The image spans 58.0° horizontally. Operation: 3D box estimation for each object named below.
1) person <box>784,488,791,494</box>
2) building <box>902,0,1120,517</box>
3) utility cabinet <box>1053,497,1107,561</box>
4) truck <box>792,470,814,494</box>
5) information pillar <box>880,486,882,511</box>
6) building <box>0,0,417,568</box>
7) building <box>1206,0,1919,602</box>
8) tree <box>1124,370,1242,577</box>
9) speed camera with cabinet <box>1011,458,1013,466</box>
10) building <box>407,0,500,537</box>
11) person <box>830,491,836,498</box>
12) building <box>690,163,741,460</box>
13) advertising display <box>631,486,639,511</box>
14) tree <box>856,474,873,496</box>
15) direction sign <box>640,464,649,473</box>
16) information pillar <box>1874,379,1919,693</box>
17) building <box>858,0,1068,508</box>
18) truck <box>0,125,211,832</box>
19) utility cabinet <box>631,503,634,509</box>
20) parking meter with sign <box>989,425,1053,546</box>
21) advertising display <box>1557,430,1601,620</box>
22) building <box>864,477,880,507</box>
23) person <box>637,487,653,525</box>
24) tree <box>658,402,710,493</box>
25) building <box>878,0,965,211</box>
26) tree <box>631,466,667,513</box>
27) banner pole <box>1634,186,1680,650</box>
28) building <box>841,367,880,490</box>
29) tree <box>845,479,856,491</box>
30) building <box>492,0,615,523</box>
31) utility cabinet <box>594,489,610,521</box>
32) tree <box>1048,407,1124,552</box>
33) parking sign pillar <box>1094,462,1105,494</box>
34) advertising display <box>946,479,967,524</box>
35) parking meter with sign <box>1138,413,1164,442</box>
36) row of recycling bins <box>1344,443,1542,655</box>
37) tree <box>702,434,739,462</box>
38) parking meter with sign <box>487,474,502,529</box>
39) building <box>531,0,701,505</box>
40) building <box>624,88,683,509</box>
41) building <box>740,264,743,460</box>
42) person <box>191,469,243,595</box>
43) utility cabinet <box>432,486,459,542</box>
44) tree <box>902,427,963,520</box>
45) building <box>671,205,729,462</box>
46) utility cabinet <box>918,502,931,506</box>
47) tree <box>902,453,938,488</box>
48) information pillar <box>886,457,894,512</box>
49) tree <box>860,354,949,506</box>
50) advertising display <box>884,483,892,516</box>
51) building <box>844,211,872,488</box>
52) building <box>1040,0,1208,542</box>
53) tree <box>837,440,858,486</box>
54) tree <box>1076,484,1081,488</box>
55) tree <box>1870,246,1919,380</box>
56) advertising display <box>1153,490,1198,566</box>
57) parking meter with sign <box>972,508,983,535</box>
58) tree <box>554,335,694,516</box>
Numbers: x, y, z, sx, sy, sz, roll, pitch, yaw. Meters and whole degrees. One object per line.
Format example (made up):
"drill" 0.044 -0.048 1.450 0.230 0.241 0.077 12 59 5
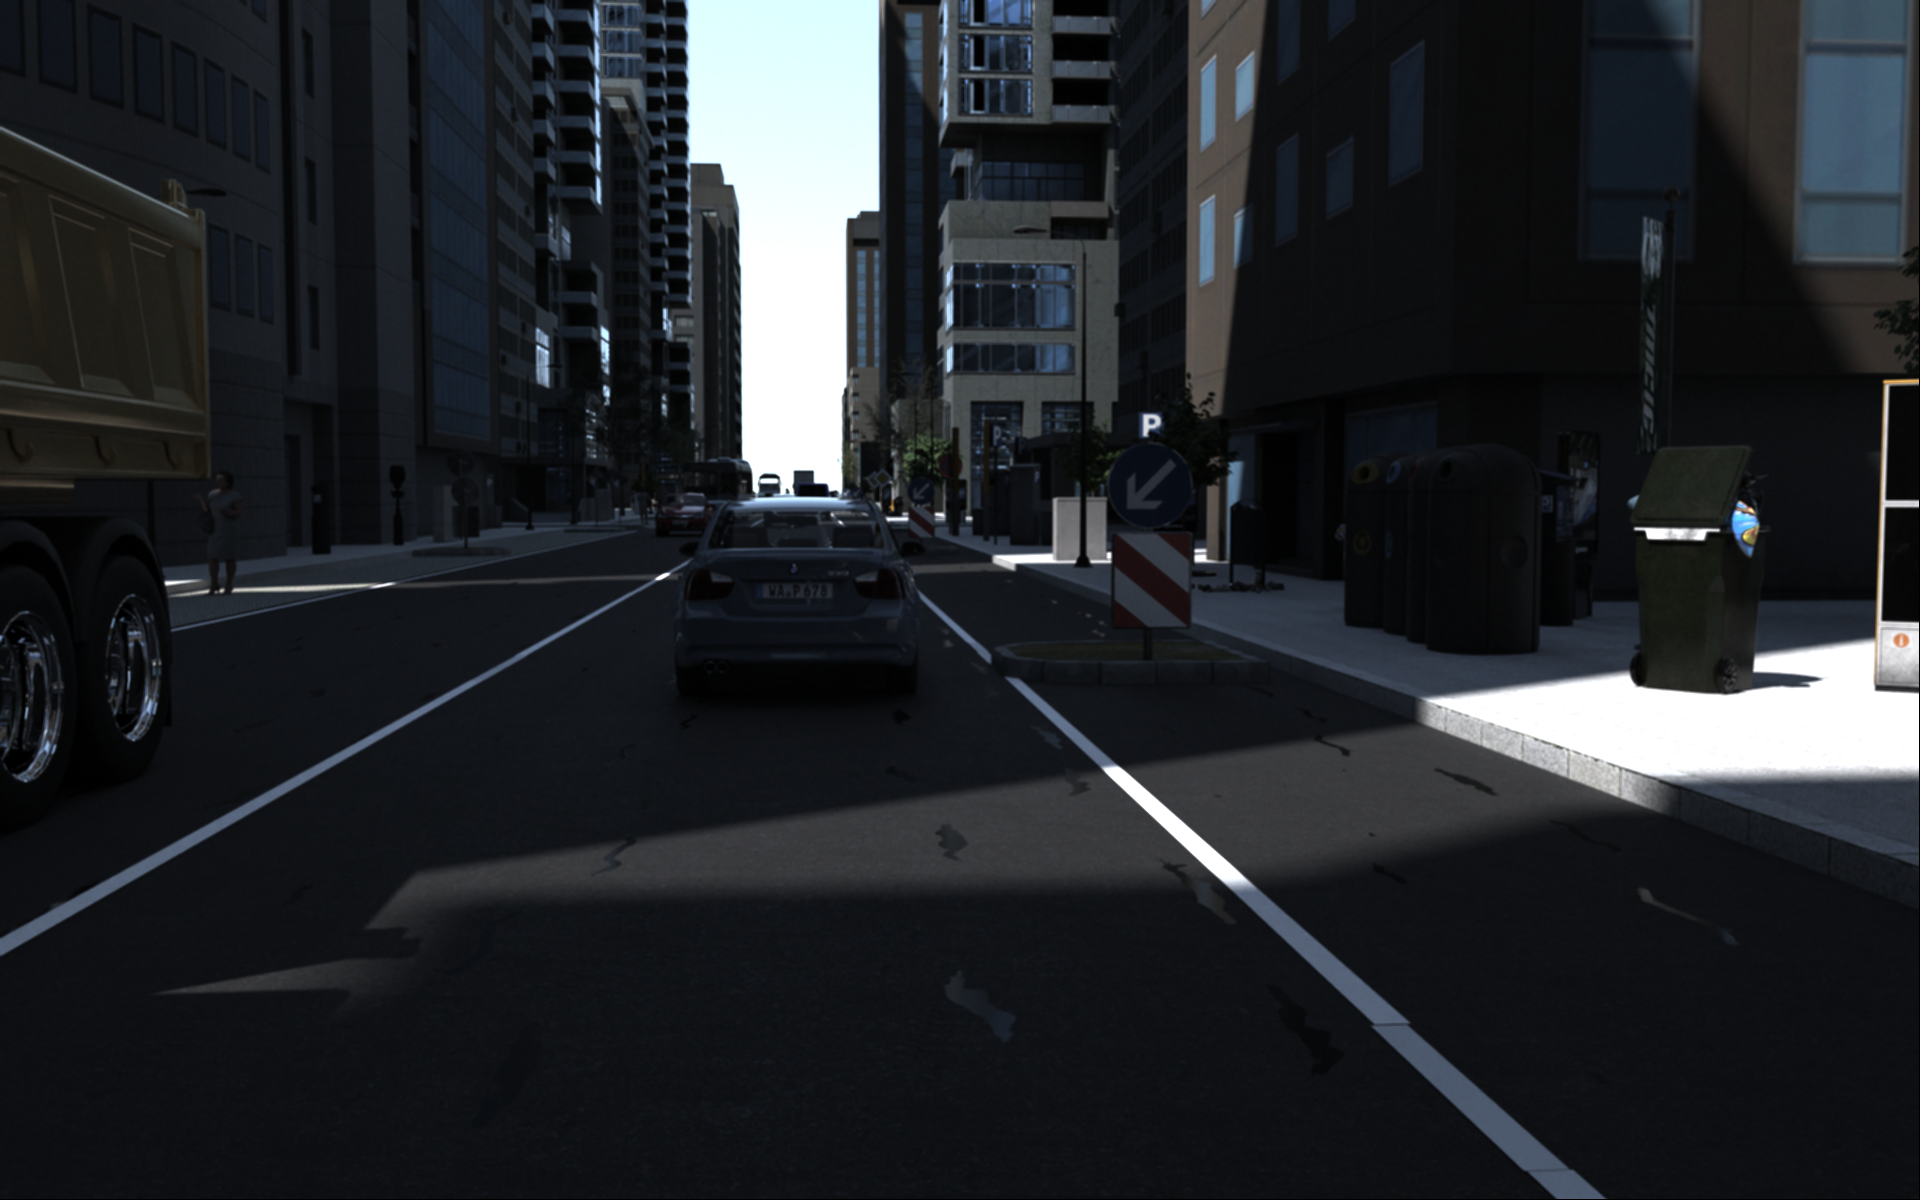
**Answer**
"person" -10.239 -5.774 103.089 0.511 1.800 0.466 0 4 -1
"building" 7.391 -48.825 110.956 22.319 86.520 31.000 0 4 -5
"utility cabinet" 2.310 -1.360 33.398 1.020 1.237 0.306 -1 4 -16
"truck" -18.782 -13.423 208.372 2.839 4.237 11.283 0 4 -5
"information pillar" -5.365 -7.117 120.858 0.304 2.012 0.304 1 4 15
"building" -24.264 -29.927 31.310 21.231 58.520 28.212 0 4 -5
"building" 11.917 -23.012 26.350 14.600 45.320 14.200 0 4 -5
"tree" 3.544 -1.990 27.138 1.663 3.219 1.824 0 3 0
"speed camera with cabinet" 2.166 -6.137 94.671 2.038 3.252 0.660 3 5 40
"building" -23.199 -24.717 54.239 14.200 45.320 14.600 0 4 -5
"person" -11.029 -8.739 152.326 0.756 1.711 0.436 3 5 40
"building" -43.531 -38.654 255.694 21.300 48.544 21.600 0 4 -5
"advertising display" -24.461 -7.710 131.279 0.974 1.923 0.123 1 4 18
"tree" -8.585 -10.325 163.415 1.663 3.219 1.824 0 3 0
"direction sign" -23.510 -8.389 129.161 0.876 3.537 0.379 2 4 32
"information pillar" 6.156 -0.415 11.270 0.304 2.012 0.304 2 4 31
"building" -0.748 -54.743 207.713 22.319 86.520 31.000 0 4 -5
"truck" -4.981 -0.548 4.890 3.469 3.379 9.791 0 4 -6
"utility cabinet" -27.142 -8.228 145.682 1.020 1.237 0.306 1 4 12
"parking meter with sign" 1.632 -2.882 43.377 1.738 3.016 0.543 2 4 28
"advertising display" 6.337 -0.768 17.770 0.123 1.923 0.974 3 4 38
"building" 6.103 -29.987 182.172 32.217 40.220 23.993 0 4 -5
"person" -14.586 -4.370 80.303 0.716 1.782 0.532 0 4 -1
"tree" -22.064 -11.362 136.137 4.737 8.622 4.395 0 3 0
"building" 0.532 -30.102 142.277 14.600 45.320 14.200 0 4 -5
"tree" -20.826 -7.473 116.785 1.663 3.219 1.824 0 3 0
"banner pole" 5.625 -1.467 14.007 0.401 3.779 0.863 3 5 41
"building" -6.171 -27.543 295.362 27.650 21.520 28.899 0 4 -5
"tree" -12.348 -12.545 199.719 1.663 3.219 1.824 0 3 0
"building" -33.904 -23.930 83.137 32.217 40.220 23.993 0 4 -5
"utility cabinet" -16.805 -4.448 81.411 0.318 1.500 1.173 1 4 10
"tree" 3.012 -2.683 38.467 1.663 3.219 1.824 0 3 0
"parking sign pillar" 6.274 -5.285 74.879 1.447 3.967 1.447 -2 4 -25
"advertising display" -0.157 -4.302 75.547 0.974 1.923 0.123 2 4 27
"parking meter with sign" 4.156 -2.451 36.328 0.543 3.016 1.738 0 4 -4
"row of recycling bins" 4.278 -0.513 15.495 1.069 1.692 3.534 0 4 -1
"tree" -28.554 -15.761 208.057 4.360 8.622 3.978 0 3 0
"parking meter with sign" -17.847 -4.198 64.891 1.738 3.016 0.543 3 4 36
"building" -38.871 -53.324 184.523 22.319 86.520 31.000 0 4 -5
"building" -41.198 -28.506 157.947 32.217 40.220 23.993 0 4 -5
"building" -44.813 -37.590 298.197 14.154 41.232 14.086 0 4 -5
"person" -10.493 -0.949 24.376 0.716 1.782 0.532 0 4 8
"utility cabinet" -13.764 -2.302 46.319 0.318 1.500 1.173 0 4 3
"tree" -1.371 -6.203 85.130 4.285 4.588 4.351 0 3 0
"building" -39.176 -33.908 237.989 14.154 41.232 14.086 0 4 -5
"utility cabinet" -1.937 -5.242 94.387 0.318 1.500 1.173 -1 4 -23
"tree" -1.789 -5.294 81.150 1.663 3.219 1.824 0 3 0
"information pillar" -4.417 -7.231 109.576 0.504 3.616 0.183 1 4 14
"tree" -2.667 -8.566 90.416 4.360 8.622 3.978 0 3 0
"advertising display" -4.277 -5.907 101.786 0.123 1.923 0.974 -2 4 -29
"building" -10.936 -38.075 272.632 14.600 45.320 14.200 0 4 -5
"building" 18.194 -22.160 54.198 32.217 40.220 23.993 0 4 -5
"tree" -14.622 -17.233 232.129 4.737 8.622 4.395 0 3 0
"tree" 7.420 -6.720 93.589 4.285 4.588 4.351 0 3 0
"tree" 10.802 -2.041 17.084 4.285 4.588 4.351 0 3 0
"advertising display" 3.790 -1.571 30.894 0.974 1.923 0.123 -1 4 -22
"parking meter with sign" 1.174 -3.494 53.387 1.738 3.016 0.543 2 4 34
"tree" -19.682 -10.199 101.174 8.767 10.594 7.601 0 4 -2
